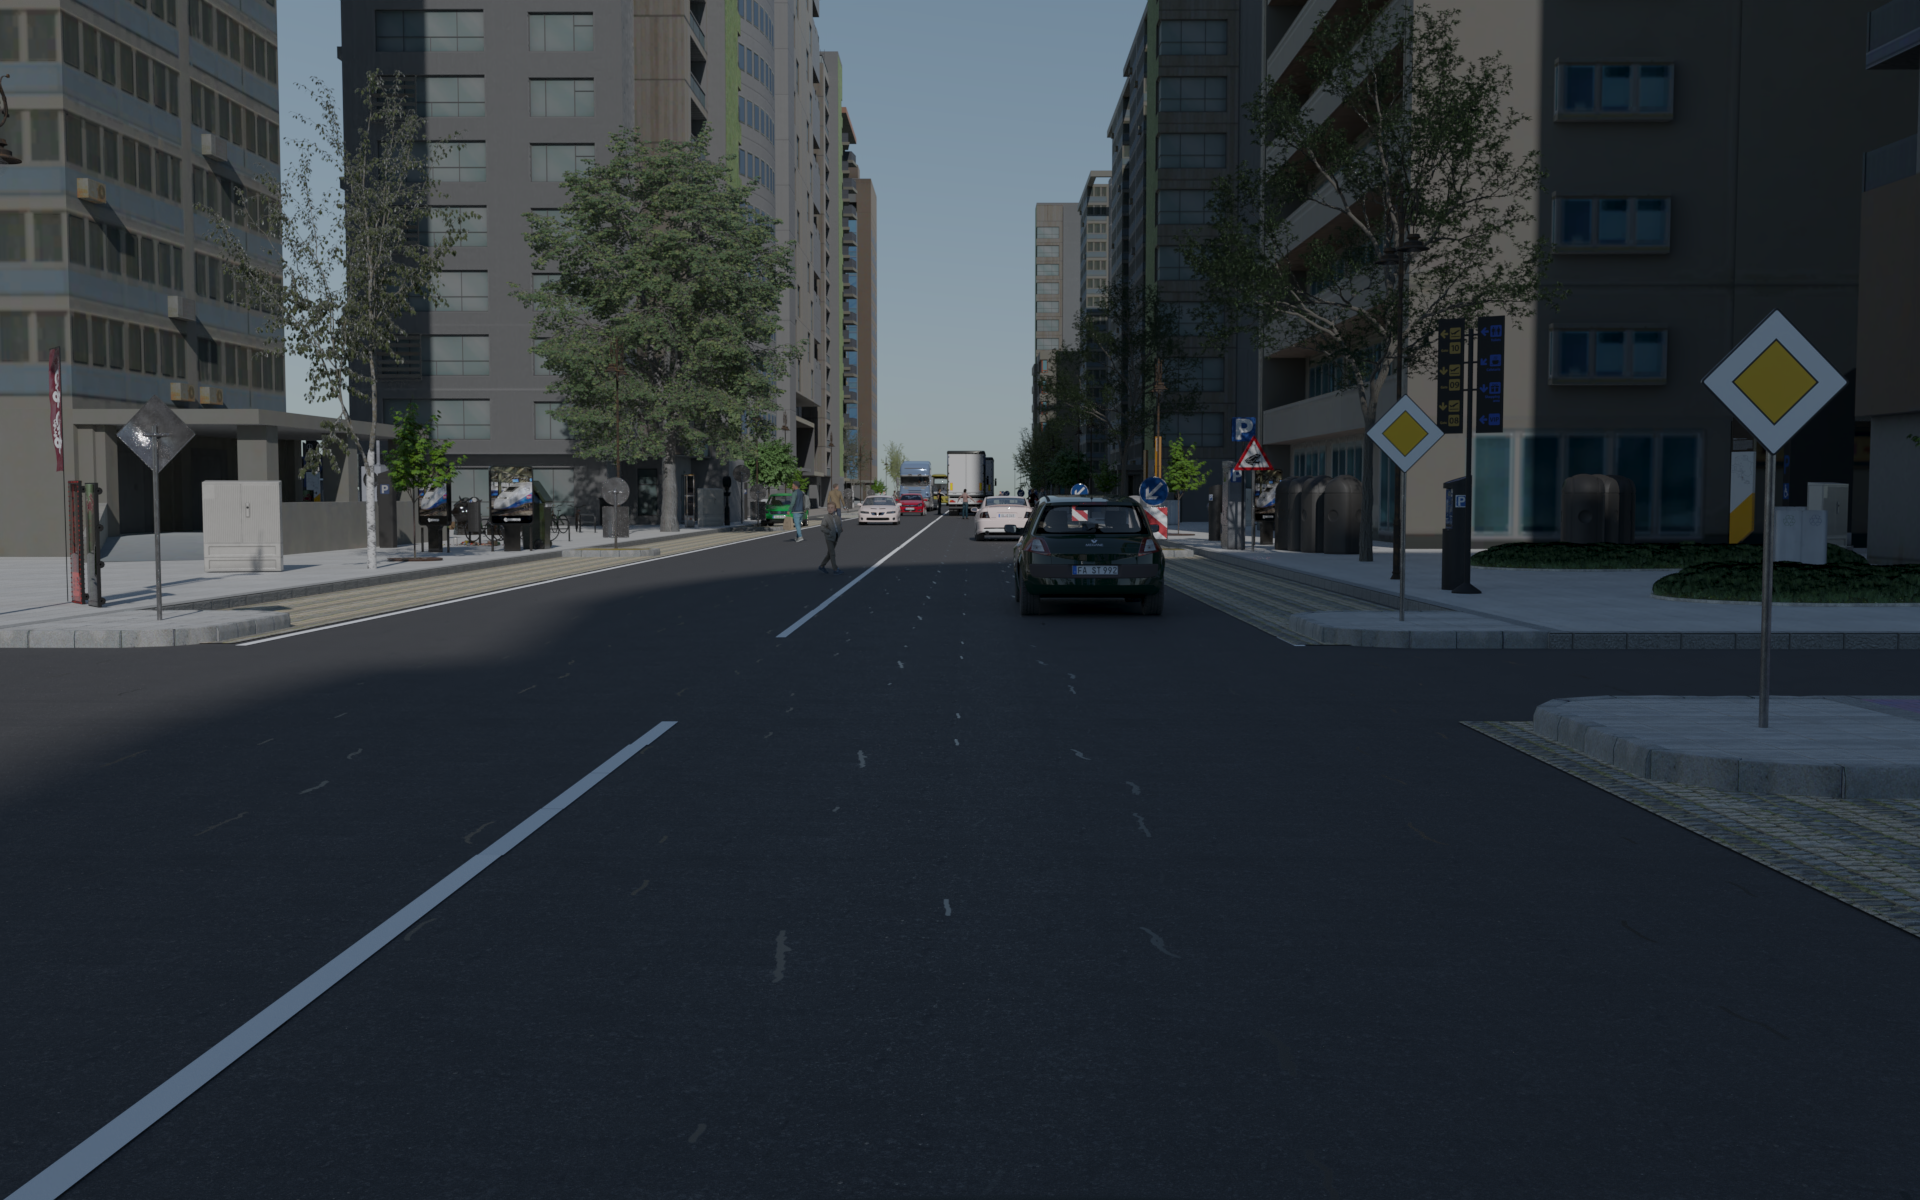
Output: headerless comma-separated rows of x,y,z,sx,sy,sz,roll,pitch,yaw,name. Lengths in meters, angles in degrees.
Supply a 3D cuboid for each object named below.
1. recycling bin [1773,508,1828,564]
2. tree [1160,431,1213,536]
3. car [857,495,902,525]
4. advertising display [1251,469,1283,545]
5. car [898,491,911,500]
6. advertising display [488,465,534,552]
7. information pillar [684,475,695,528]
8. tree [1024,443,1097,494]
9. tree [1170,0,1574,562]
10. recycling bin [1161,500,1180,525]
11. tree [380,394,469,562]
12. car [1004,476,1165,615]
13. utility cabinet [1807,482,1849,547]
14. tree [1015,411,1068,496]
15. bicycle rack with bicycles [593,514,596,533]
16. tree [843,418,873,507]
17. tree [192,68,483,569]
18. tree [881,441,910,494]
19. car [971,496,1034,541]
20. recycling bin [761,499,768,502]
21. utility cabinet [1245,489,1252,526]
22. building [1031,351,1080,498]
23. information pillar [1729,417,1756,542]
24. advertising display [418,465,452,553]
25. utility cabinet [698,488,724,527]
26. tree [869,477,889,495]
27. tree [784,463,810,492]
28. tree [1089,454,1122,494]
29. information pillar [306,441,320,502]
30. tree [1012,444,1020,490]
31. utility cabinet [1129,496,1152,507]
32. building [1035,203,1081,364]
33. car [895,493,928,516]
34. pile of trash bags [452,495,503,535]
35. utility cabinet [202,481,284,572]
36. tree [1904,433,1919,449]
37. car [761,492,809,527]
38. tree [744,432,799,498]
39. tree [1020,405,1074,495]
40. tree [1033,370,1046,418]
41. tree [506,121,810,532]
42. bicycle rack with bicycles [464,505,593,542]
13.128,-0.890,27.104,0.722,1.027,0.722,1,4,20,recycling bin
6.715,-3.596,53.399,1.663,3.219,1.824,0,3,0,tree
-3.760,-4.215,81.275,2.083,1.381,4.827,0,4,0,car
7.726,-2.348,43.600,0.974,1.923,0.123,-2,4,-34,advertising display
-3.756,-7.439,131.412,2.009,1.686,4.222,0,4,-2,car
-10.023,-2.048,38.705,0.974,1.923,0.123,-2,4,-26,advertising display
-10.325,-3.767,66.083,0.304,2.012,0.304,-2,4,-26,information pillar
7.150,-7.813,111.456,4.285,4.588,4.351,0,3,0,tree
7.479,-5.994,32.416,8.767,10.594,7.601,3,5,42,tree
8.590,-3.604,71.484,0.722,1.027,0.722,3,5,43,recycling bin
-10.522,-2.355,33.111,1.663,3.219,1.824,0,3,0,tree
1.566,-0.738,21.854,2.009,1.686,4.222,0,4,1,car
16.455,-1.477,32.836,1.173,1.500,0.318,-3,5,-42,utility cabinet
7.153,-12.128,148.647,4.360,8.622,3.978,0,3,0,tree
-13.306,-2.695,57.441,2.852,0.926,2.925,-2,4,-27,bicycle rack with bicycles
-10.338,-13.286,167.593,4.360,8.622,3.978,0,3,0,tree
-10.355,-4.842,29.536,4.360,8.622,3.978,0,3,0,tree
-8.892,-18.321,249.905,4.737,8.622,4.395,0,3,0,tree
1.394,-2.544,53.957,2.083,1.381,4.827,0,3,0,car
-9.424,-4.475,85.717,0.722,1.027,0.722,1,4,10,recycling bin
11.284,-3.689,68.986,0.318,1.500,1.173,3,4,37,utility cabinet
23.572,-23.167,223.821,27.650,21.520,28.899,0,4,0,building
15.362,-2.608,33.990,0.183,3.616,0.504,-2,4,-32,information pillar
-11.546,-2.010,38.074,0.974,1.923,0.123,2,4,33,advertising display
-9.732,-3.610,67.695,0.318,1.500,1.173,2,4,34,utility cabinet
-9.438,-12.154,193.317,1.663,3.219,1.824,0,3,0,tree
-9.893,-6.786,105.550,1.663,3.219,1.824,0,3,0,tree
7.026,-5.494,84.422,1.663,3.219,1.824,0,3,0,tree
-24.319,-4.509,65.081,0.504,3.616,0.183,-1,4,-11,information pillar
7.500,-14.144,181.623,4.737,8.622,4.395,0,3,0,tree
6.713,-3.230,63.975,1.020,1.237,0.306,3,5,43,utility cabinet
17.524,-34.319,244.710,14.154,41.232,14.086,0,4,0,building
-3.193,-6.437,114.293,2.155,1.783,4.494,0,4,1,car
-15.678,-2.759,54.868,3.447,1.369,1.912,0,4,8,pile of trash bags
-11.749,-1.205,28.385,1.173,1.500,0.318,-1,4,-14,utility cabinet
14.841,-1.865,25.087,1.663,3.219,1.824,0,3,0,tree
-7.597,-4.058,75.137,1.959,1.807,4.718,0,3,0,car
-9.847,-6.471,89.513,4.285,4.588,4.351,0,3,0,tree
7.282,-11.571,139.544,4.737,8.622,4.395,0,3,0,tree
6.689,-8.456,72.663,8.767,10.594,7.601,2,4,29,tree
-9.990,-9.289,58.525,9.857,13.997,8.962,0,3,0,tree
-12.031,-2.055,46.977,2.925,0.926,2.852,-3,5,-40,bicycle rack with bicycles
